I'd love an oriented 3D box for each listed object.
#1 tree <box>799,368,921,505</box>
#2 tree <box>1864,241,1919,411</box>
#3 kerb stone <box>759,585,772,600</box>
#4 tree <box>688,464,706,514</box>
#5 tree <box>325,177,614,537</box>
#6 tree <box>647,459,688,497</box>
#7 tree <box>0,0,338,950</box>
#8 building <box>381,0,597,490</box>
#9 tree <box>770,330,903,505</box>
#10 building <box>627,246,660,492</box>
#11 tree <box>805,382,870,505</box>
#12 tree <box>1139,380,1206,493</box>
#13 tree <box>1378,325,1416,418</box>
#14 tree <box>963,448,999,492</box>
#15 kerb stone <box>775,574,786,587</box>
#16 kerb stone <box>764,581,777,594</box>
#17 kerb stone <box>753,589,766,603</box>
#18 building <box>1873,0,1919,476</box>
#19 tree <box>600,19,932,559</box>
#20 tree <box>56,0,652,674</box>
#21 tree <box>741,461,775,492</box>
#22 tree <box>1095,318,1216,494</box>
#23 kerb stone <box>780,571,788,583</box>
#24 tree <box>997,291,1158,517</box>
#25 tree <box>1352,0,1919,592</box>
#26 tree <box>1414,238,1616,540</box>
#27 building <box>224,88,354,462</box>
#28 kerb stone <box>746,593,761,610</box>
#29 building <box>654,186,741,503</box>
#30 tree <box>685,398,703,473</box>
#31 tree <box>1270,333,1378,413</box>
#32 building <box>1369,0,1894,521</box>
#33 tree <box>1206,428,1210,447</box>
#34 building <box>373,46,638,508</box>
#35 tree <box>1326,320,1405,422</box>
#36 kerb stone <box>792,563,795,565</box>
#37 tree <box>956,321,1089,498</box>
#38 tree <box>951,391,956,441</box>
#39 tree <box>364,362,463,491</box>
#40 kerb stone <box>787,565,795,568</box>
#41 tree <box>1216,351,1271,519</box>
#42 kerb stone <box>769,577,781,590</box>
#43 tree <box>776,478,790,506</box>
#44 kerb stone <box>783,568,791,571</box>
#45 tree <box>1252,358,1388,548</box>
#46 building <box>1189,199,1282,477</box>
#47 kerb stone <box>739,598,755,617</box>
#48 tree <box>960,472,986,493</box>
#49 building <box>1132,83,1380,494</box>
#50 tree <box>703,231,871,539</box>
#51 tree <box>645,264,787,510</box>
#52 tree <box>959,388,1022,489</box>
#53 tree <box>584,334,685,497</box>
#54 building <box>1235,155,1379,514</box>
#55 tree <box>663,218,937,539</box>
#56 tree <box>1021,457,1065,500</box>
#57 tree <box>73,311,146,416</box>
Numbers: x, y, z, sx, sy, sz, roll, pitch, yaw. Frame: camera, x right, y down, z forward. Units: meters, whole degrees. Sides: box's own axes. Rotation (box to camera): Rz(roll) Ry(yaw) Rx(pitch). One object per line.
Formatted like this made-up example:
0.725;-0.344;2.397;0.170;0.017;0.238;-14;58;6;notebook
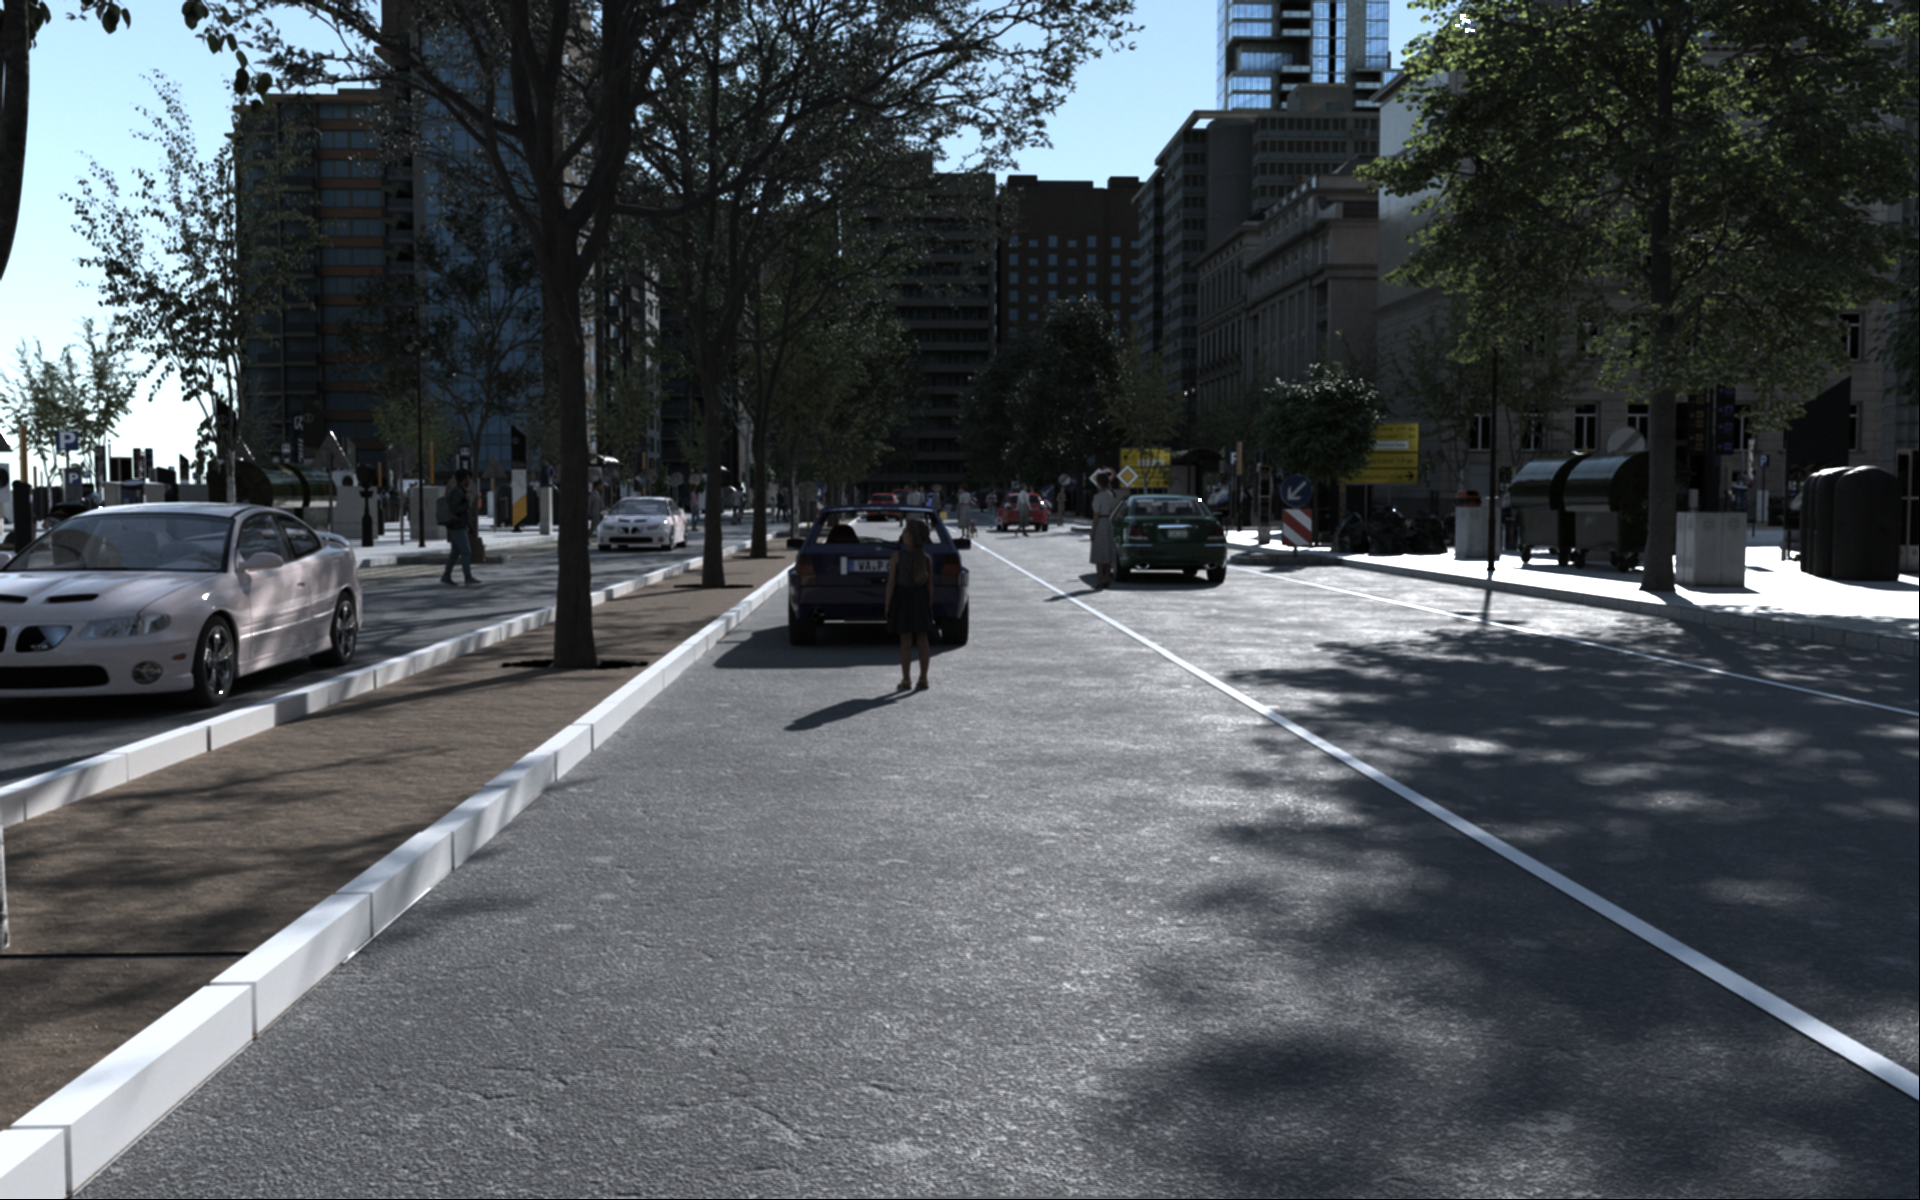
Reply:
-7.444;-12.162;118.312;9.611;12.733;9.660;0;3;0;tree
10.284;-1.999;16.393;4.285;4.588;4.351;0;3;0;tree
-2.676;-0.074;23.486;0.120;0.150;1.000;0;4;-2;kerb stone
-16.891;-7.149;111.486;1.663;3.219;1.824;0;3;0;tree
-14.548;-7.149;51.299;8.767;10.594;7.601;-1;4;-11;tree
-16.002;-6.027;93.137;1.663;3.219;1.824;0;3;0;tree
-3.096;-3.216;5.402;4.360;8.622;3.978;0;3;0;tree
-39.041;-30.345;146.253;14.600;45.320;14.200;0;4;-2;building
-6.866;-10.813;97.378;7.486;12.596;7.792;0;3;0;tree
-41.303;-25.896;195.096;14.107;30.474;14.160;0;4;-2;building
-6.208;-8.483;91.508;4.360;8.622;3.978;0;3;0;tree
13.106;-9.891;112.076;4.360;8.622;3.978;0;3;0;tree
15.137;-6.247;52.506;4.737;8.622;4.395;0;3;0;tree
2.656;-14.106;180.999;4.737;8.622;4.395;0;3;0;tree
-2.797;-0.265;26.549;0.120;0.150;1.000;0;4;-2;kerb stone
-2.723;-0.140;24.507;0.120;0.150;1.000;0;4;-2;kerb stone
-2.641;-0.011;22.457;0.120;0.150;1.000;0;4;-2;kerb stone
30.158;-11.698;33.060;13.314;21.916;24.055;0;4;-2;building
-4.349;-6.714;37.981;9.928;11.665;9.643;0;3;0;tree
-3.141;-6.173;13.748;12.009;13.543;11.850;0;3;0;tree
-18.245;-10.545;156.126;4.285;4.588;4.351;0;3;0;tree
7.703;-7.436;71.941;4.737;8.622;4.395;0;3;0;tree
-2.835;-0.326;27.572;0.120;0.150;1.000;0;4;-2;kerb stone
6.738;-11.092;98.355;9.611;12.733;9.660;0;3;0;tree
9.195;-6.416;23.033;7.486;12.596;7.792;0;3;0;tree
15.500;-5.948;47.618;4.737;8.622;4.395;0;3;0;tree
-62.910;-32.750;190.093;28.867;44.769;22.147;0;4;-2;building
-2.596;0.049;21.436;0.120;0.150;1.000;0;4;-2;kerb stone
-45.879;-36.285;247.885;28.867;44.769;22.147;0;4;-2;building
-19.221;-10.969;129.703;4.737;8.622;4.395;0;3;0;tree
17.383;-7.901;79.539;4.737;8.622;4.395;0;3;0;tree
34.660;-17.752;87.505;25.104;27.353;12.463;0;4;-2;building
15.828;-10.575;123.268;4.360;8.622;3.978;0;3;0;tree
-43.236;-31.398;167.979;22.147;44.769;28.867;0;4;-2;building
17.004;-7.573;74.174;4.360;8.622;3.978;0;3;0;tree
-2.977;-0.513;30.642;0.120;0.150;1.000;0;4;-2;kerb stone
5.302;-13.590;128.849;9.857;13.997;8.962;0;3;0;tree
4.098;-15.451;159.278;9.857;13.997;8.962;0;3;0;tree
-31.293;-8.968;96.984;4.737;8.622;4.395;0;3;0;tree
-2.933;-0.453;29.621;0.120;0.150;1.000;0;4;-2;kerb stone
14.690;-8.441;88.376;4.737;8.622;4.395;0;3;0;tree
-2.764;-0.204;25.528;0.120;0.150;1.000;0;4;-2;kerb stone
-19.513;-12.090;192.273;1.663;3.219;1.824;0;3;0;tree
-2.887;-0.389;28.593;0.120;0.150;1.000;0;4;-2;kerb stone
8.739;-3.566;42.022;4.285;4.588;4.351;0;3;0;tree
24.583;-18.543;132.054;11.050;23.489;19.941;0;4;-2;building
-2.551;0.109;20.407;0.120;0.150;1.000;0;4;-2;kerb stone
1.720;-14.225;216.289;4.285;4.588;4.351;0;3;0;tree
32.827;-29.127;168.107;32.217;40.220;23.993;0;4;-2;building
-4.461;-5.771;47.177;4.737;8.622;4.395;0;3;0;tree
-18.509;-17.356;139.665;12.611;20.169;13.585;0;3;0;tree
3.775;-15.572;172.726;7.486;12.596;7.792;0;3;0;tree
-15.200;-7.859;78.861;4.737;8.622;4.395;0;3;0;tree
26.393;-16.403;109.983;13.314;21.916;24.055;0;4;-2;building
-5.066;-7.125;53.356;8.767;10.594;7.601;0;4;-2;tree
5.919;-8.462;122.073;4.285;4.588;4.351;0;3;0;tree
-34.701;-7.276;69.318;4.737;8.622;4.395;0;3;0;tree
